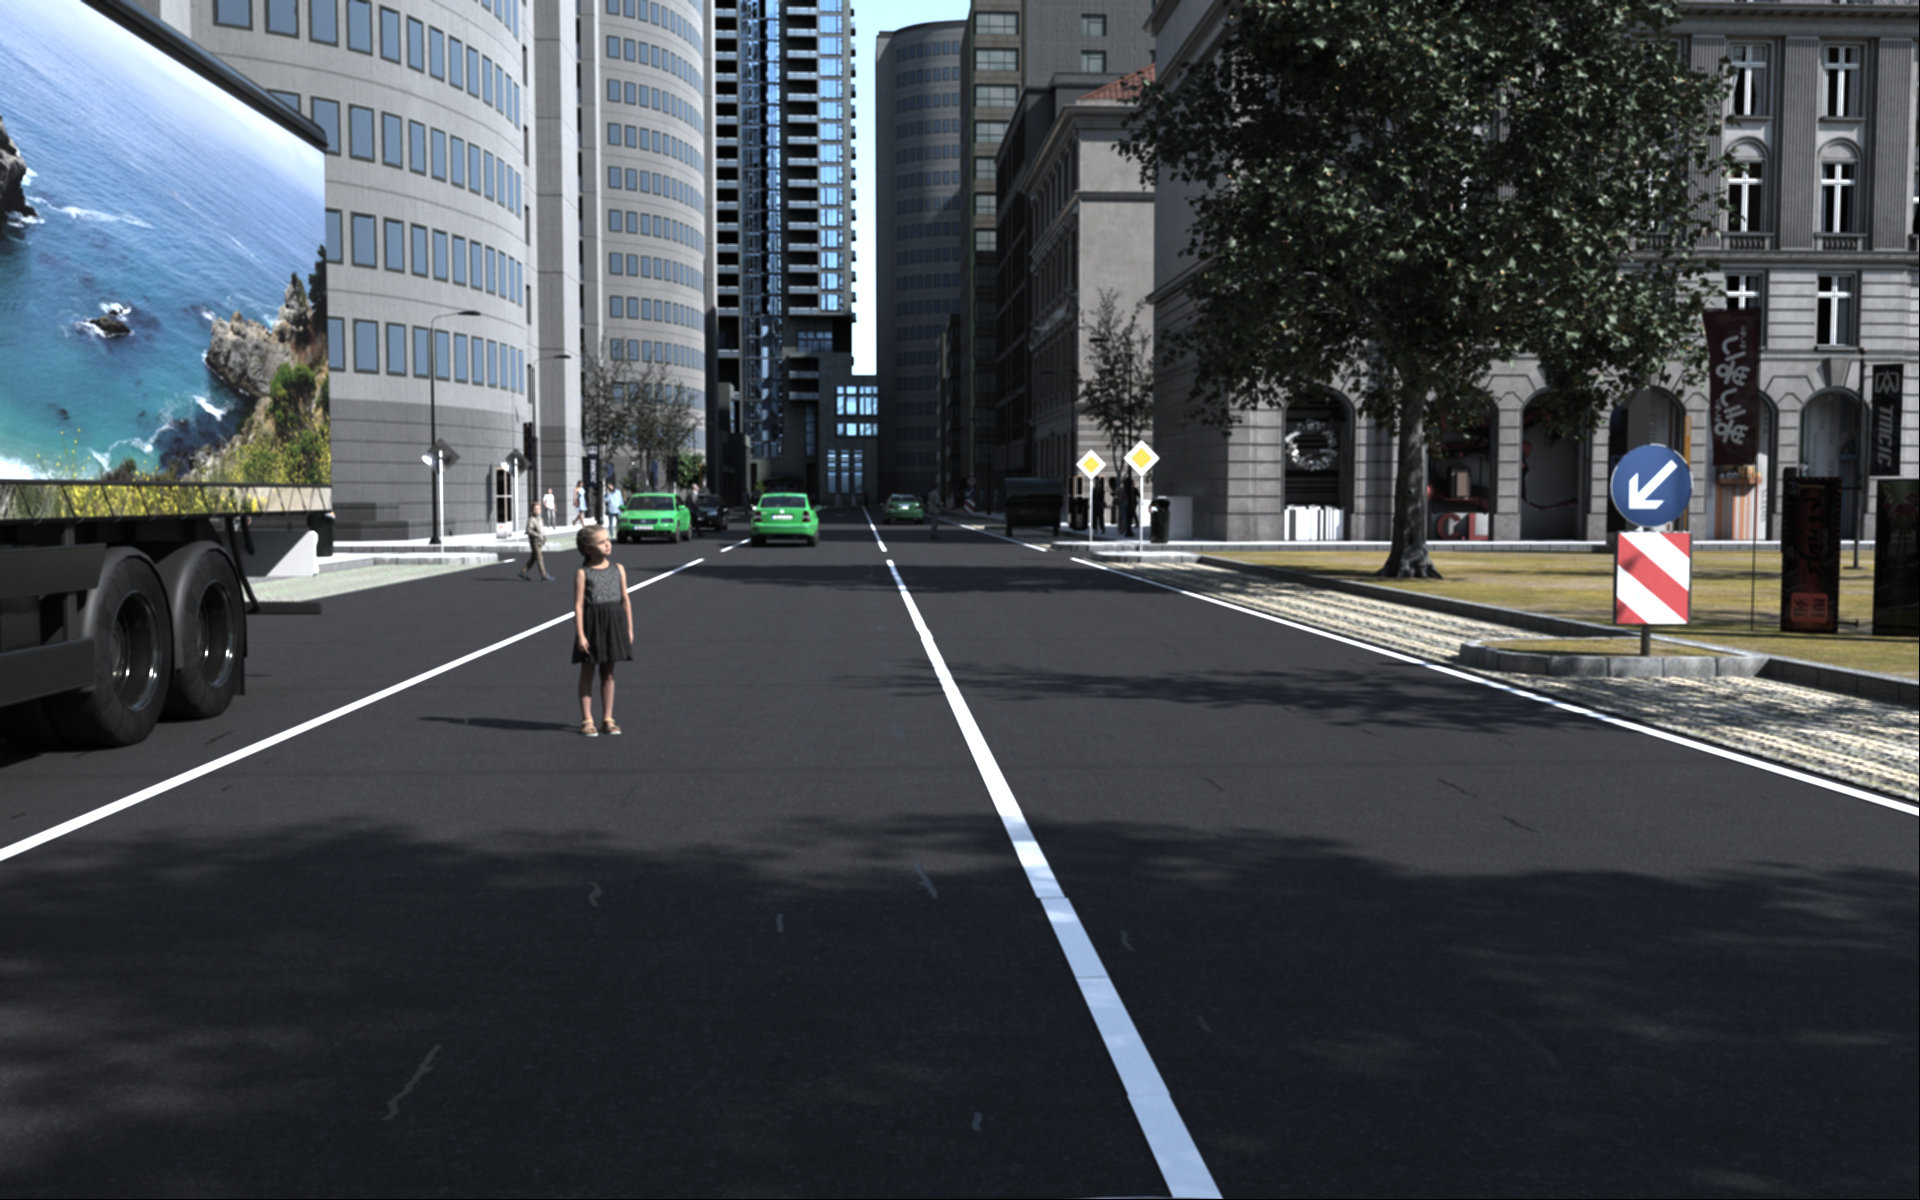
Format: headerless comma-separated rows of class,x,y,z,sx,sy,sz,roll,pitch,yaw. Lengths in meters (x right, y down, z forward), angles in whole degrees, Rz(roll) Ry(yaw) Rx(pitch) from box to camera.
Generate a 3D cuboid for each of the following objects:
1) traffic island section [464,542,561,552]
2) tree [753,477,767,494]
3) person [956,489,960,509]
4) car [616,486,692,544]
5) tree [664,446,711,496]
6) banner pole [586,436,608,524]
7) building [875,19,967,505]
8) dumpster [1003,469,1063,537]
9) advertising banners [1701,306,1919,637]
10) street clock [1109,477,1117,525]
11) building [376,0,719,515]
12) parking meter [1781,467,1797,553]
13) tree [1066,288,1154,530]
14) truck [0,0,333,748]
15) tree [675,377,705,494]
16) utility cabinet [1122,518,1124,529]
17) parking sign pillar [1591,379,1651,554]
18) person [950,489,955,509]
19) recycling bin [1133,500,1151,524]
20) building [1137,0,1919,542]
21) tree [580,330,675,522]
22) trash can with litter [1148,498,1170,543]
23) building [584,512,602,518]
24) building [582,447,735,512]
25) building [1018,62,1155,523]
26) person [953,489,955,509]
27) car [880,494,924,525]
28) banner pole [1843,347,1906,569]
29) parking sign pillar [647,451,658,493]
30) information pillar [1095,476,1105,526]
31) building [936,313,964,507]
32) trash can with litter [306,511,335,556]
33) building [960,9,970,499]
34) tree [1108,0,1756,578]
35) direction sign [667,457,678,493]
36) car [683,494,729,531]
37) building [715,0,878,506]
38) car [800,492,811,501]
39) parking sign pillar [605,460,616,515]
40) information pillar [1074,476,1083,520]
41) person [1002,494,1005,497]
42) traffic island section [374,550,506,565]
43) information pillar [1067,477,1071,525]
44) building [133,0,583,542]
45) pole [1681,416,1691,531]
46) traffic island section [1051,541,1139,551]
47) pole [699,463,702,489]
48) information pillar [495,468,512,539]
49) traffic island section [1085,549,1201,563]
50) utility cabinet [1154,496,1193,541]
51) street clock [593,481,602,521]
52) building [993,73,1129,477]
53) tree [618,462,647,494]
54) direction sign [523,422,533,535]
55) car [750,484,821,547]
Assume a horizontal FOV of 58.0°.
traffic island section,-11.364,-1.345,44.276,2.009,0.180,2.903,0,4,-3
tree,-22.516,-12.265,195.127,1.663,3.219,1.824,0,3,0
person,-0.114,-8.847,151.402,0.721,1.736,1.217,0,4,-3
car,-9.077,-2.613,51.514,1.959,1.807,4.718,0,4,-2
tree,-18.564,-8.197,117.728,4.285,4.588,4.351,0,3,0
banner pole,-15.774,-5.213,75.247,0.863,3.779,0.401,0,4,-6
building,3.765,-41.115,214.223,28.212,58.520,21.231,0,4,-3
dumpster,2.438,-3.260,58.245,1.985,2.255,1.502,0,4,-2
advertising banners,7.885,-1.208,15.933,2.074,3.025,0.090,3,4,36
street clock,6.490,-4.185,72.998,0.358,2.002,0.471,-2,4,-31
building,-30.320,-36.113,132.439,21.231,58.520,28.212,0,4,-3
parking meter,18.076,-1.961,37.767,0.255,1.863,0.399,1,4,21
tree,5.704,-6.788,61.343,4.360,8.622,3.978,0,3,0
truck,-5.740,-1.148,7.676,2.839,4.237,11.283,0,4,-3
tree,-16.167,-8.540,89.987,4.360,8.622,3.978,0,3,0
utility cabinet,6.150,-3.261,64.476,0.306,1.237,1.020,1,4,10
parking sign pillar,14.470,-2.998,37.486,1.447,3.967,1.447,3,5,41
person,-0.672,-8.453,144.918,0.621,1.740,0.551,-2,4,-31
recycling bin,7.608,-3.729,73.530,0.722,1.027,0.722,3,5,44
building,18.312,-12.872,52.251,24.055,21.916,13.314,0,4,-3
tree,-16.098,-7.858,78.846,4.360,8.622,3.978,0,3,0
trash can with litter,5.115,-2.063,45.121,0.624,1.170,1.055,0,4,-5
building,-29.890,-39.860,89.961,20.563,71.187,20.611,0,4,-3
building,-31.198,-43.924,156.409,20.563,71.187,20.611,0,4,-3
building,9.643,-15.295,86.230,11.583,22.565,21.152,0,4,-3
person,-0.478,-8.688,148.624,0.750,1.759,0.617,3,5,44
car,-2.726,-4.311,82.276,2.131,1.459,4.920,0,4,-5
banner pole,15.571,-2.414,29.489,0.863,3.779,0.401,3,4,37
parking sign pillar,-17.960,-6.889,101.101,1.447,3.967,1.447,0,4,-1
information pillar,5.676,-4.026,70.309,0.304,2.012,0.304,-2,4,-35
building,12.019,-20.556,181.121,27.650,21.520,28.899,0,4,-3
trash can with litter,-13.282,-1.462,35.294,1.055,1.170,0.624,-1,4,-18
building,7.321,-31.090,158.439,14.600,45.320,14.200,0,4,-3
tree,6.993,-6.687,26.348,9.611,12.733,9.660,0,3,0
direction sign,-17.385,-6.898,104.786,0.876,3.537,0.379,2,4,34
car,-10.059,-3.542,67.692,2.009,1.686,4.222,0,4,-2
building,-25.878,-55.074,213.125,31.000,86.520,22.319,0,4,-3
car,-13.082,-8.008,141.162,2.015,1.641,3.980,0,4,-2
parking sign pillar,-21.728,-7.177,105.812,1.447,3.967,1.447,-2,4,-31
information pillar,4.893,-4.089,71.340,0.304,2.012,0.304,-1,4,-9
person,3.510,-7.113,123.023,1.217,1.739,0.721,0,4,7
traffic island section,-10.890,-0.858,36.305,2.009,0.180,2.903,0,4,-3
information pillar,4.696,-4.166,72.600,0.304,2.012,0.304,2,4,25
building,-25.502,-31.465,56.450,21.231,58.520,28.212,0,4,-3
pole,18.946,-3.141,45.195,0.158,3.312,0.155,0,3,0
traffic island section,3.452,-1.399,45.149,2.009,0.180,2.903,0,4,-3
pole,-17.111,-7.366,114.279,0.158,3.312,0.155,0,3,0
information pillar,-13.584,-2.887,51.698,0.304,2.012,0.304,1,4,21
traffic island section,3.926,-0.911,37.178,2.009,0.180,2.903,0,4,-3
utility cabinet,5.841,-2.217,47.406,1.020,1.237,0.306,-1,4,-14
street clock,-17.323,-4.772,82.593,0.471,2.002,0.358,0,4,-6
building,10.082,-19.276,108.677,14.314,27.812,24.014,0,4,-3
tree,-19.690,-6.695,104.059,1.663,3.219,1.824,0,3,0
direction sign,-13.670,-3.847,54.891,0.379,3.537,0.876,-2,4,-30
car,-4.879,-2.428,48.493,1.959,1.807,4.718,0,4,-3
